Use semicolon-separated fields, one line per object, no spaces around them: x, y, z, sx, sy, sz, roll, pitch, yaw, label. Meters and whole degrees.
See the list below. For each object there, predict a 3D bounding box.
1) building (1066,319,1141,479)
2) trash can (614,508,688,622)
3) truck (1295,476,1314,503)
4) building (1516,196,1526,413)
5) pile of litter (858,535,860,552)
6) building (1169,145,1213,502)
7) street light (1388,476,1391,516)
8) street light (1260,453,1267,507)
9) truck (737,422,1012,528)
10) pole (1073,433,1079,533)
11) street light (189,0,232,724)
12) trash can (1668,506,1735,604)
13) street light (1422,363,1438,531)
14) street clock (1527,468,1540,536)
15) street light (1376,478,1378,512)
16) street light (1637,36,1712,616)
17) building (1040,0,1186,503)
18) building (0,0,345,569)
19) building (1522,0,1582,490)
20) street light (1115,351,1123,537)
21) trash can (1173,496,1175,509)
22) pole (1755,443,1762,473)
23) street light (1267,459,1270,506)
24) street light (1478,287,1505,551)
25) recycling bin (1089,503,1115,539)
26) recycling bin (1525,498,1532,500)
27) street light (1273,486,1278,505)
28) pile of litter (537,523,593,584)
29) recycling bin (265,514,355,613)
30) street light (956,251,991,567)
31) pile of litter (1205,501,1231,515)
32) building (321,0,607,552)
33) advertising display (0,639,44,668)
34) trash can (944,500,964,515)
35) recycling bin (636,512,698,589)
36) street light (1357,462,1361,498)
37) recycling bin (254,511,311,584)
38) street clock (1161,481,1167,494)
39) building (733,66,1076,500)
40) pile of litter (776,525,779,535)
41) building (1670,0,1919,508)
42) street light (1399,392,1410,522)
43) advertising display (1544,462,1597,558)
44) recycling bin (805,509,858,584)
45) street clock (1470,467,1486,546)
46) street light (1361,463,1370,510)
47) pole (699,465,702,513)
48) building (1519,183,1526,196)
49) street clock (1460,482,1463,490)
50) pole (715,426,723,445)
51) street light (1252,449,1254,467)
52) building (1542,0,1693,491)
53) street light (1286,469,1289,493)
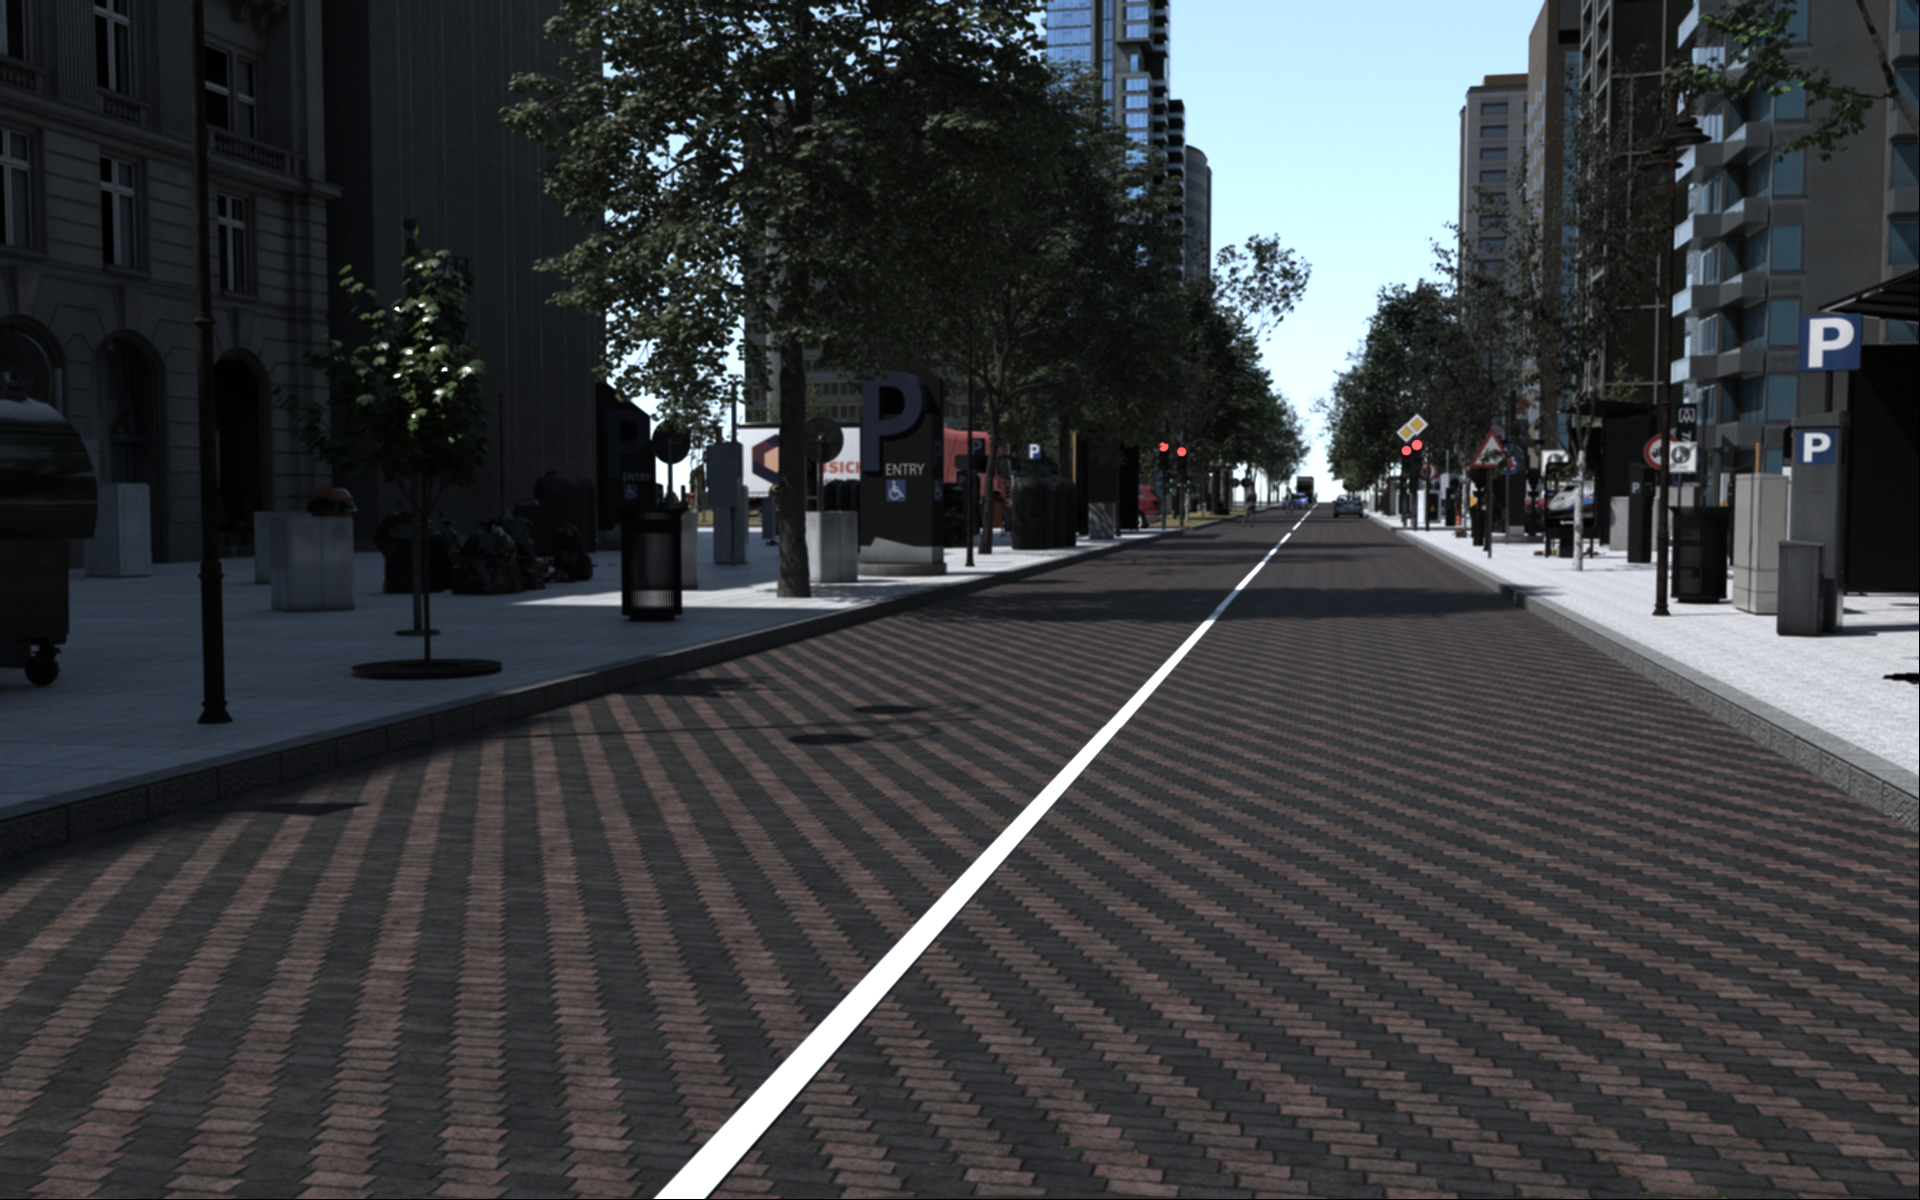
4.242;-20.920;187.084;27.650;21.520;28.899;1;4;12;building
-3.133;-0.363;17.588;0.748;1.137;0.748;0;3;0;trash can
55.373;-17.684;278.044;2.839;4.237;11.283;1;4;13;truck
60.793;-24.159;166.705;14.160;30.474;14.107;1;4;12;building
-2.036;-1.496;38.431;1.176;0.858;1.719;-2;4;-35;pile of litter
30.027;-45.565;286.980;21.231;58.520;28.212;1;4;12;building
24.703;-7.756;99.591;0.468;5.910;1.993;1;4;12;street light
28.873;-11.828;166.179;0.468;5.910;1.993;1;4;12;street light
-2.964;-4.838;68.009;11.283;4.237;2.839;1;4;11;truck
3.859;-3.897;57.553;0.158;3.312;0.155;0;3;0;pole
-4.189;-2.249;9.561;0.468;5.910;1.993;1;4;12;street light
8.710;-0.534;20.393;0.748;1.137;0.748;0;3;0;trash can
16.196;-5.323;59.823;0.468;5.910;1.993;1;4;12;street light
15.944;-2.668;48.194;0.358;2.002;0.471;1;4;9;street clock
29.006;-9.031;120.445;0.468;5.910;1.993;1;4;12;street light
7.411;-2.773;18.122;0.468;5.910;1.993;1;4;12;street light
23.239;-57.778;257.345;22.319;86.520;31.000;1;4;12;building
-21.631;-11.305;26.634;13.314;21.916;24.055;1;4;12;building
57.619;-30.713;152.261;14.600;45.320;14.200;1;4;12;building
4.740;-4.823;51.640;0.468;5.910;1.993;1;4;12;street light
15.528;-6.832;123.357;0.748;1.137;0.748;0;3;0;trash can
31.623;-4.575;68.643;0.158;3.312;0.155;0;3;0;pole
33.306;-13.113;187.192;0.468;5.910;1.993;1;4;12;street light
11.867;-4.040;38.839;0.468;5.910;1.993;1;4;12;street light
4.093;-2.282;49.862;0.722;1.027;0.722;1;4;9;recycling bin
36.927;-6.109;112.431;0.722;1.027;0.722;0;3;0;recycling bin
37.682;-14.382;207.925;0.468;5.910;1.993;1;4;12;street light
-6.036;-0.703;25.463;1.176;0.858;1.719;1;4;23;pile of litter
-7.184;-0.406;19.200;0.722;1.027;0.722;-3;4;-37;recycling bin
0.176;-3.532;30.530;0.468;5.910;1.993;1;4;12;street light
15.825;-5.646;106.271;1.719;0.858;1.176;0;4;1;pile of litter
-25.936;-13.965;47.401;30.058;24.678;14.314;1;4;12;building
-7.062;-0.466;12.825;0.974;1.923;0.123;2;4;31;advertising display
-0.241;-2.015;44.592;0.748;1.137;0.748;0;3;0;trash can
-4.015;-0.684;23.735;0.722;1.027;0.722;-1;4;-20;recycling bin
40.334;-12.318;174.183;0.468;5.910;1.993;1;4;12;street light
-9.759;-0.764;25.042;0.722;1.027;0.722;-1;4;-12;recycling bin
11.550;-5.720;98.084;0.358;2.002;0.471;1;4;20;street clock
-3.164;-28.698;161.094;32.217;40.220;23.993;1;4;12;building
-5.535;-2.482;54.544;1.176;0.858;1.719;2;4;34;pile of litter
52.259;-28.576;86.830;30.456;49.044;23.786;1;4;12;building
20.180;-6.481;78.754;0.468;5.910;1.993;1;4;12;street light
12.237;-1.806;34.735;0.974;1.923;0.123;2;4;25;advertising display
-1.976;-0.776;25.247;0.722;1.027;0.722;-3;5;-43;recycling bin
12.833;-2.339;42.812;0.471;2.002;0.358;-3;5;-41;street clock
35.878;-11.015;152.881;0.468;5.910;1.993;1;4;12;street light
-18.045;-7.740;120.398;0.158;3.312;0.155;0;3;0;pole
73.166;-30.083;183.743;32.217;40.220;23.993;1;4;12;building
31.066;-6.301;107.593;0.358;2.002;0.471;0;4;7;street clock
-7.212;-3.551;51.908;0.158;3.312;0.155;0;3;0;pole
24.462;-10.538;145.090;0.468;5.910;1.993;1;4;12;street light
54.736;-42.015;125.196;20.563;71.187;20.611;1;4;12;building
50.648;-18.105;268.800;0.468;5.910;1.993;1;4;12;street light
